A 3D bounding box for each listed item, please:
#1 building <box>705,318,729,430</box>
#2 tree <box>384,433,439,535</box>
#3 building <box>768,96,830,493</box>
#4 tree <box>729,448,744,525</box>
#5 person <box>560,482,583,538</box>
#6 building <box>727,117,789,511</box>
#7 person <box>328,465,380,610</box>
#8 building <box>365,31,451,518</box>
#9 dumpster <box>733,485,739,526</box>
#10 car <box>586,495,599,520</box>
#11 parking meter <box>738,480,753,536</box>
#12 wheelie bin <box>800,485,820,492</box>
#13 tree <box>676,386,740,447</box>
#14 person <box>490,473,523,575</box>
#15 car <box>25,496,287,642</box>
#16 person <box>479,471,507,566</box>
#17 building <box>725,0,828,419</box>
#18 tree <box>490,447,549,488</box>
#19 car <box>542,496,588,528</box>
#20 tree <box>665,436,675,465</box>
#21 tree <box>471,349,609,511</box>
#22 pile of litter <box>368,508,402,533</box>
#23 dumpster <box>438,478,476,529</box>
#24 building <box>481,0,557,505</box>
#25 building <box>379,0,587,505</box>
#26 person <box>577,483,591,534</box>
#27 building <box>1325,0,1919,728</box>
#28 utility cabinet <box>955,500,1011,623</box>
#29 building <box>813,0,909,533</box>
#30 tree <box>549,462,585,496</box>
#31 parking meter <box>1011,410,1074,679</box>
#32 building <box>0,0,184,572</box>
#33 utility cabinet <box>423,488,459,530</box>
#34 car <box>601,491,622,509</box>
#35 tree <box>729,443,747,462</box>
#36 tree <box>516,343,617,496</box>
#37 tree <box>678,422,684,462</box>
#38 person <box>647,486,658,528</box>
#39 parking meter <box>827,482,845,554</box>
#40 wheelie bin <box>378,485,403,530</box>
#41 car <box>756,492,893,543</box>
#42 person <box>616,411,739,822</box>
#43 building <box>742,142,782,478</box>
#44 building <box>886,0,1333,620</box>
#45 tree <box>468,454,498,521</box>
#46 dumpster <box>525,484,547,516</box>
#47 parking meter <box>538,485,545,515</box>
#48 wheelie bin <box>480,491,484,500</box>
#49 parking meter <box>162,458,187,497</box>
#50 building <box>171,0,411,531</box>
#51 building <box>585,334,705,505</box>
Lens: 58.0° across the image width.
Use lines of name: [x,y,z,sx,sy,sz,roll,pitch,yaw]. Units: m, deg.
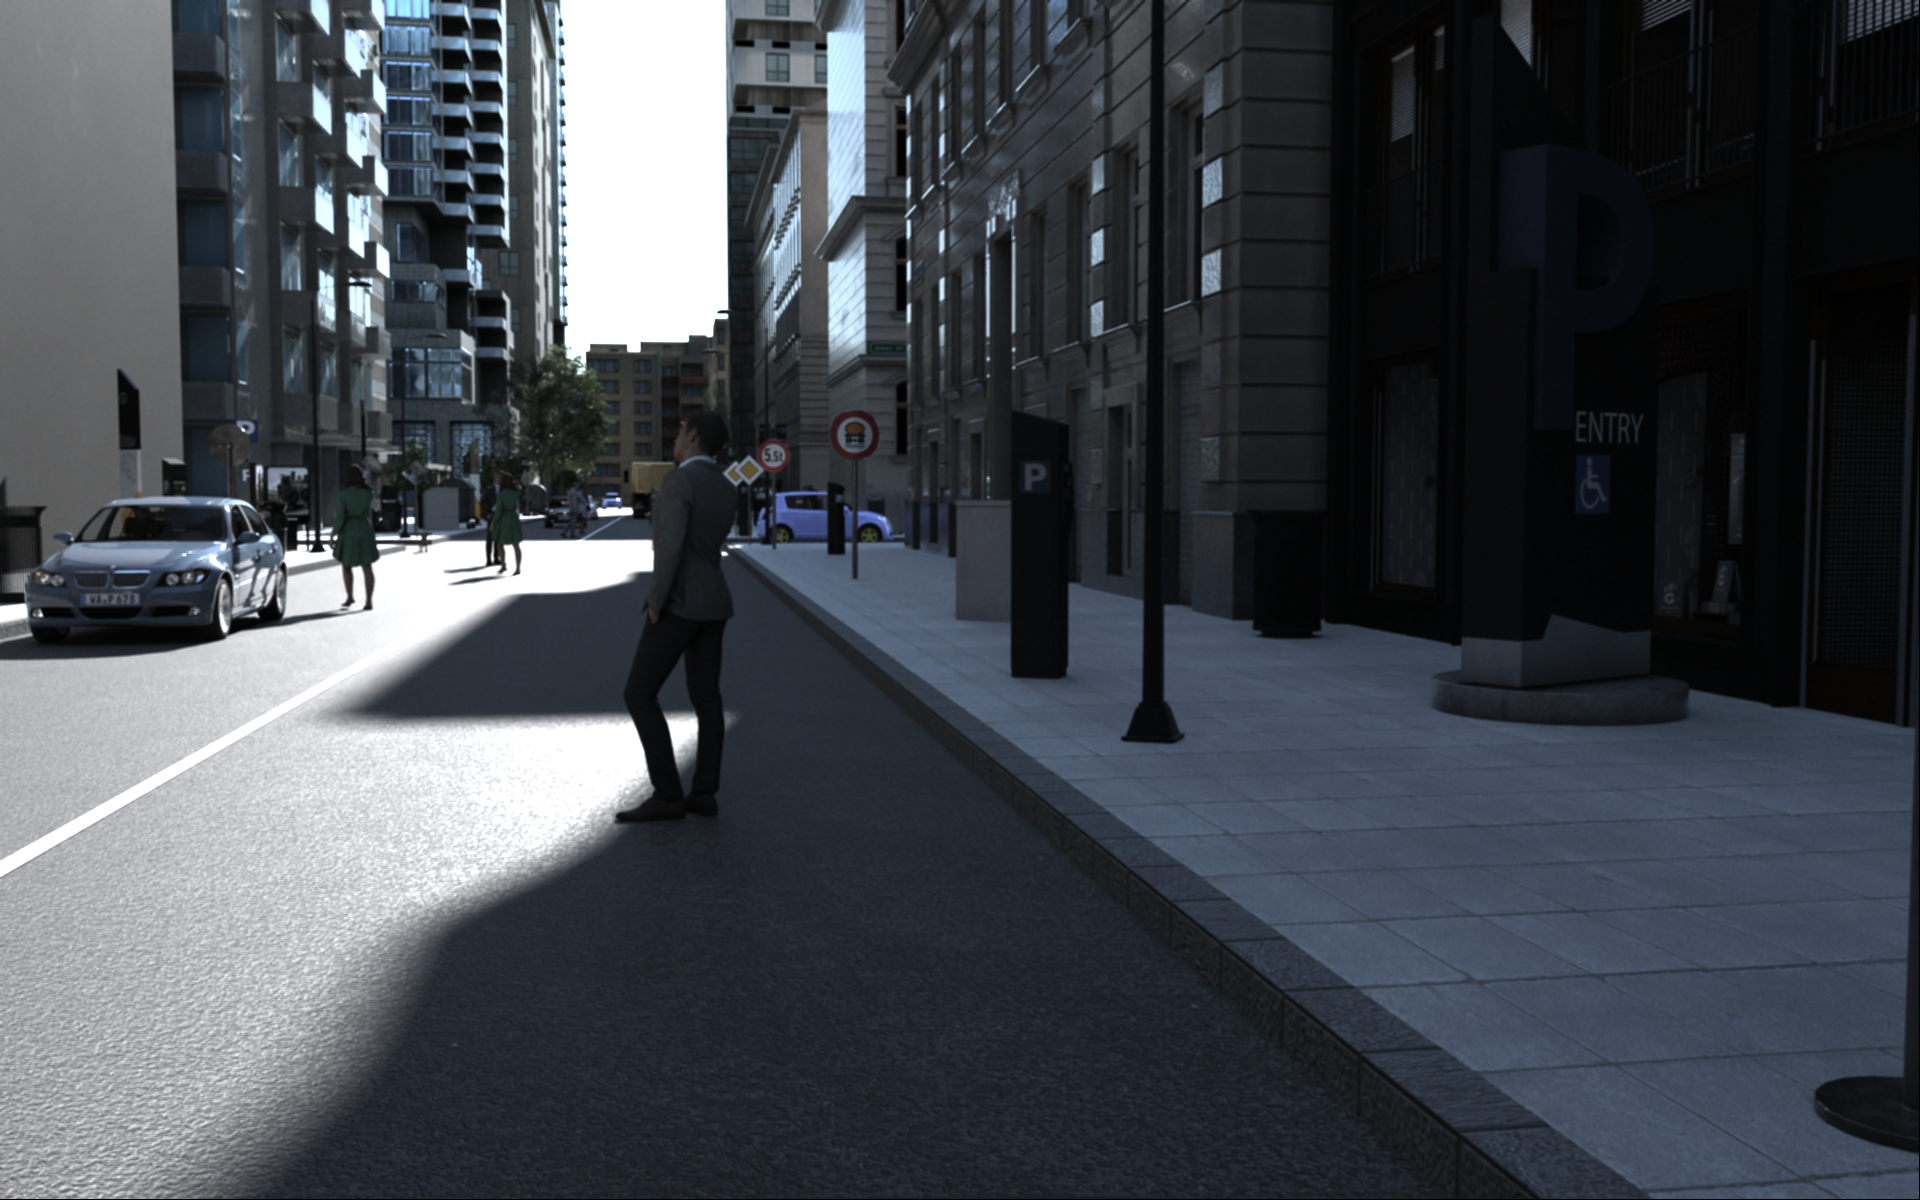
building: [-12.835,-20.894,186.648,27.650,21.520,28.899,-1,4,-10]
tree: [-17.149,-3.678,54.730,1.663,3.219,1.824,0,3,0]
building: [-4.223,-14.609,88.003,9.793,20.994,18.267,-1,4,-10]
tree: [-9.463,-4.785,72.837,1.663,3.219,1.824,0,3,0]
person: [-12.603,-2.929,56.503,0.853,1.813,0.709,-3,4,-38]
building: [-11.337,-22.341,136.971,14.160,30.474,14.107,-1,4,-10]
person: [-7.511,-0.782,21.538,0.529,1.795,0.600,3,5,42]
building: [-46.315,-24.815,97.614,32.217,40.220,23.993,-1,4,-10]
dumpster: [-9.197,-3.834,68.440,1.264,1.857,1.865,-1,4,-10]
car: [-21.425,-5.225,97.791,2.083,1.381,4.827,-1,4,-10]
parking meter: [-6.531,-2.878,52.769,0.399,1.863,0.255,0,4,7]
wheelie bin: [-5.051,-3.039,57.603,0.693,1.594,0.980,-2,4,-28]
tree: [-16.792,-10.204,117.190,4.737,8.622,4.395,0,3,0]
person: [-8.001,-1.341,30.668,0.529,1.795,0.600,3,4,36]
car: [-8.369,-0.390,18.384,2.014,1.417,4.499,-1,4,-10]
person: [-9.271,-1.646,34.773,0.474,1.900,0.648,3,5,40]
building: [-7.315,-34.789,158.044,28.713,52.752,27.495,-1,4,-10]
tree: [-31.038,-8.291,119.266,4.285,4.588,4.351,0,3,0]
car: [-16.941,-3.786,74.488,1.945,1.354,3.894,-1,4,-11]
tree: [-31.104,-14.972,195.158,4.737,8.622,4.395,0,3,0]
tree: [-26.843,-10.823,111.361,8.767,10.594,7.601,-2,4,-25]
pile of litter: [-19.532,-2.681,57.796,1.719,0.858,1.176,1,4,14]
dumpster: [-18.446,-3.527,63.432,1.264,1.857,1.865,-1,4,-10]
building: [-56.106,-36.025,178.244,27.495,52.752,28.713,-1,4,-10]
building: [-62.442,-55.261,216.186,31.000,86.520,22.319,-1,4,-10]
person: [-13.518,-3.272,62.092,0.616,1.811,0.778,-2,4,-26]
building: [11.040,-11.019,9.837,12.332,23.373,15.834,-1,4,-10]
utility cabinet: [0.453,-0.385,17.458,1.020,1.237,0.306,2,4,35]
building: [6.776,-16.880,63.377,23.554,28.519,14.401,-1,4,-10]
tree: [-33.060,-9.842,144.628,4.285,4.588,4.351,0,3,0]
parking meter: [0.573,-0.391,12.108,0.399,1.863,0.255,1,4,20]
building: [-24.277,-12.320,31.116,15.834,23.373,12.332,-1,4,-10]
utility cabinet: [-18.166,-3.175,60.591,1.173,1.500,0.318,-2,4,-33]
car: [-33.038,-9.470,164.428,1.945,1.707,3.694,-1,4,-9]
tree: [-13.103,-6.836,95.480,4.285,4.588,4.351,0,3,0]
tree: [-29.616,-12.978,130.316,7.486,12.596,7.792,0,3,0]
tree: [-25.820,-13.264,167.226,4.360,8.622,3.978,0,3,0]
person: [-13.071,-3.999,74.065,0.537,1.800,0.526,2,4,30]
parking meter: [-2.639,-1.744,36.931,0.372,1.533,0.369,0,3,0]
wheelie bin: [-20.540,-3.341,62.534,0.980,1.594,0.693,0,4,-1]
car: [-3.657,-2.284,46.932,3.694,1.707,1.945,-1,4,-11]
person: [-1.246,0.059,7.709,0.473,1.802,0.592,3,4,39]
building: [-5.283,-17.072,112.413,16.112,22.955,30.059,-1,4,-10]
building: [6.280,-14.212,29.631,12.463,27.353,25.104,-1,4,-10]
tree: [-22.473,-5.378,82.539,1.663,3.219,1.824,0,3,0]
dumpster: [-25.330,-5.964,103.272,1.264,1.857,1.865,-1,4,-10]
parking meter: [-25.547,-6.119,105.755,0.399,1.863,0.255,2,4,30]
wheelie bin: [-26.258,-5.290,94.407,0.980,1.594,0.693,3,5,45]
parking meter: [-12.776,-1.376,28.209,0.399,1.863,0.255,3,5,43]
building: [-34.107,-27.165,63.762,23.786,49.044,30.456,-1,4,-10]
building: [-33.224,-23.238,224.976,28.899,21.520,27.650,-1,4,-10]
